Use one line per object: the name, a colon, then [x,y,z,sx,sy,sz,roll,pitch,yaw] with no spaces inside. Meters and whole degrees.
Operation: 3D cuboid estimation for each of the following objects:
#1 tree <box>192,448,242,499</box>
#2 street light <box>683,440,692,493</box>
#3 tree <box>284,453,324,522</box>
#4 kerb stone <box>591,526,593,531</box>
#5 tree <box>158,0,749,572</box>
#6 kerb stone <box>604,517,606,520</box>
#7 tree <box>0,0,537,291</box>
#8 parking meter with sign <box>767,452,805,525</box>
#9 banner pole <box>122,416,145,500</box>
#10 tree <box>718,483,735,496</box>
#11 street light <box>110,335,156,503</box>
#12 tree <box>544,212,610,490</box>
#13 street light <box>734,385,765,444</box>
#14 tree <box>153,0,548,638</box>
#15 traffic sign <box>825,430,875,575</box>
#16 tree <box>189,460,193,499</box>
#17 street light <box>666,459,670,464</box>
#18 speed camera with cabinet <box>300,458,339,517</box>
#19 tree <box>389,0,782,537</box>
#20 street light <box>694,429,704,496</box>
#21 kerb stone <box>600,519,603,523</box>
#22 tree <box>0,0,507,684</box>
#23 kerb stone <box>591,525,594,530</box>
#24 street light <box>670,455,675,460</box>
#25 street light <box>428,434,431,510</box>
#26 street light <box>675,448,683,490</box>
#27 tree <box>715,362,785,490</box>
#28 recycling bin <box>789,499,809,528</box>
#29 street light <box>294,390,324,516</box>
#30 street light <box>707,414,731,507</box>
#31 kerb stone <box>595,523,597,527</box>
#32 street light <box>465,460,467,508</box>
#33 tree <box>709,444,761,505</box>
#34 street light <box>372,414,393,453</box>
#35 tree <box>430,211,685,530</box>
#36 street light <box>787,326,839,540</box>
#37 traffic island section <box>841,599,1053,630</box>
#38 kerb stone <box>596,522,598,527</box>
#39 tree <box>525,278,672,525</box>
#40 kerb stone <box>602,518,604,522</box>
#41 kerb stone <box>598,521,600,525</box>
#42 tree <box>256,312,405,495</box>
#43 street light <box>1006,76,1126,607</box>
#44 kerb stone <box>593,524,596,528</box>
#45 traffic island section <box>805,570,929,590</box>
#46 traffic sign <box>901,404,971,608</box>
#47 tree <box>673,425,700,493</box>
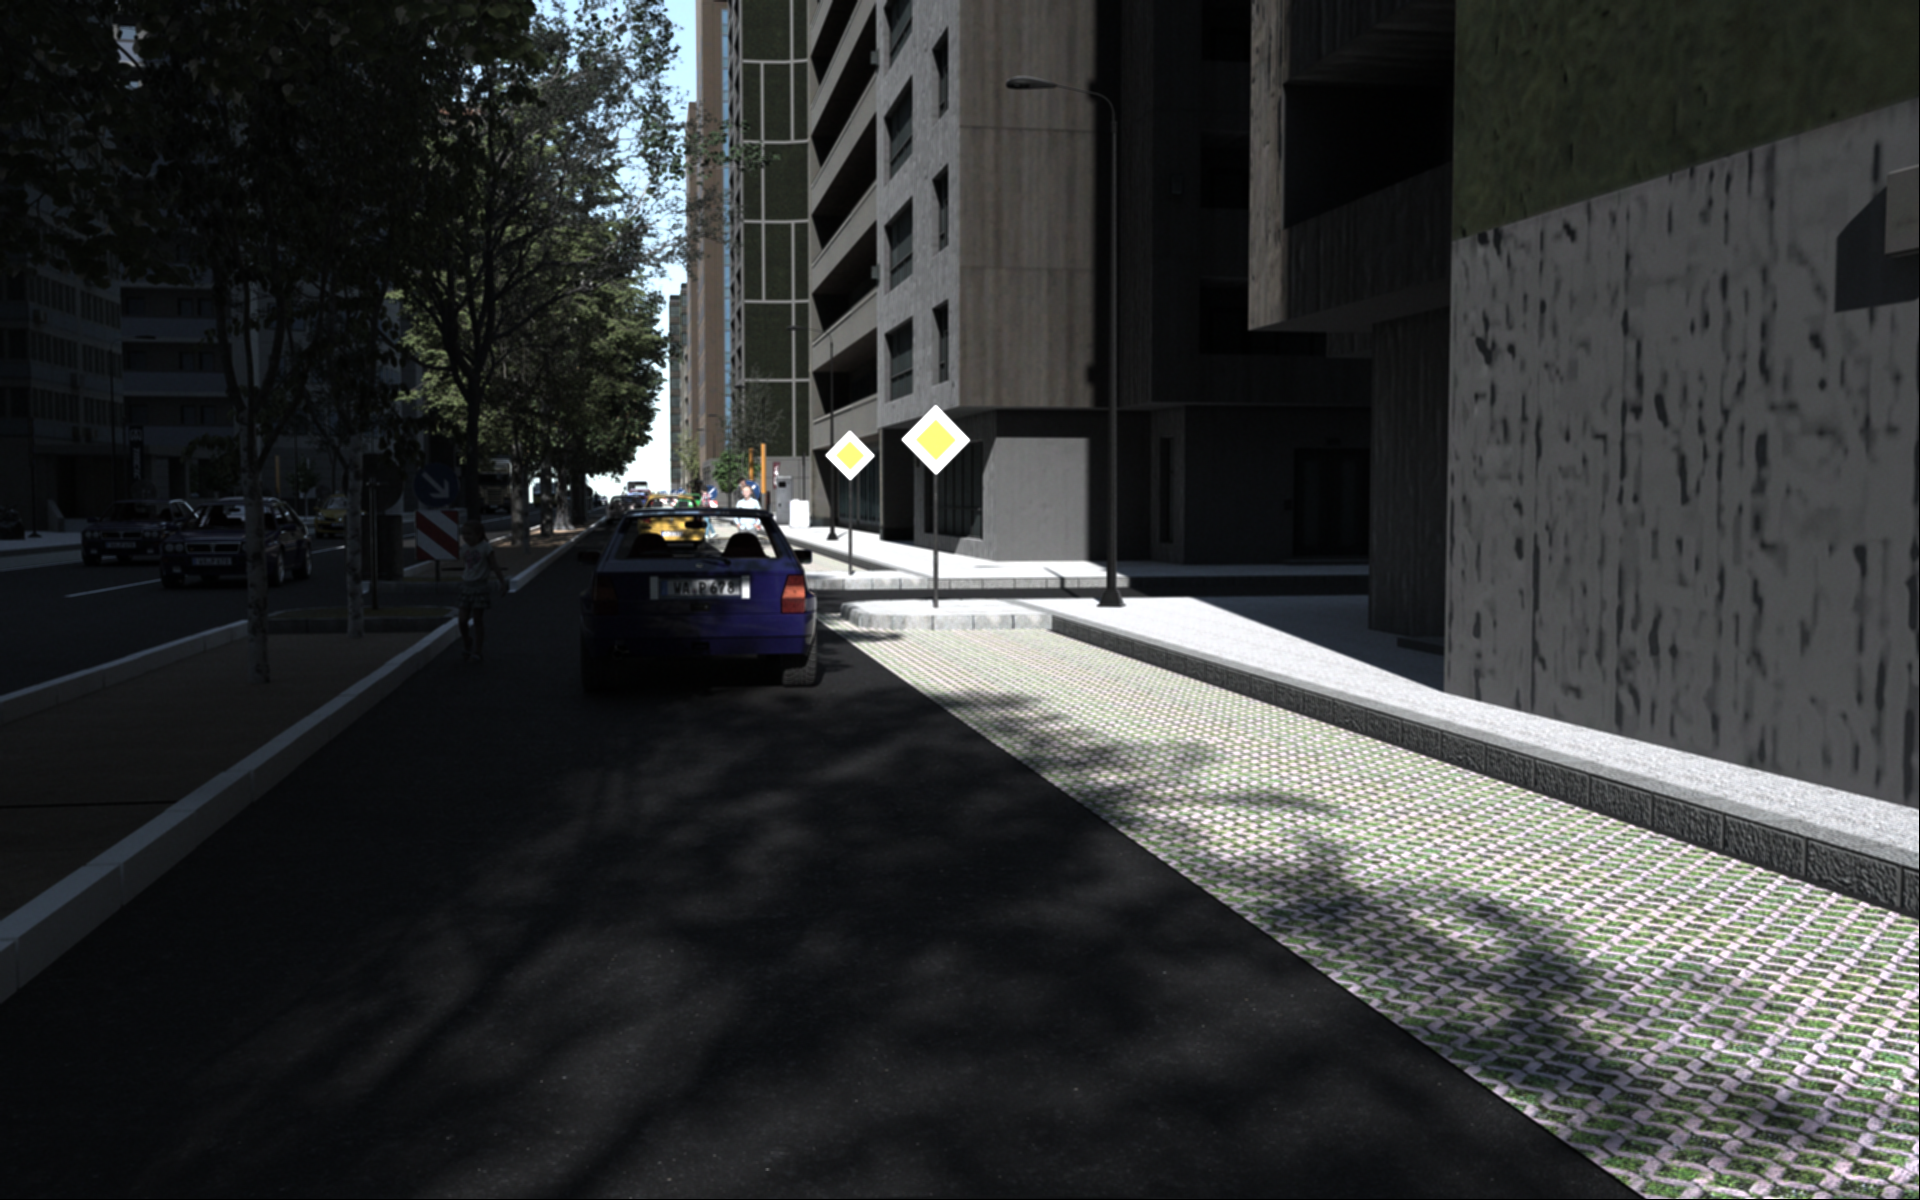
tree: [-28.020,-4.361,65.908,1.663,3.219,1.824,0,3,0]
street light: [-22.967,-10.836,149.708,1.470,5.913,1.316,-1,4,-10]
tree: [-30.822,-5.289,81.070,1.663,3.219,1.824,0,3,0]
kerb stone: [-13.832,-2.587,64.496,0.120,0.150,1.000,-1,4,-10]
tree: [-9.134,-7.297,32.129,12.009,13.543,11.850,0,3,0]
kerb stone: [-18.141,-4.004,87.663,0.120,0.150,1.000,-1,4,-10]
tree: [-4.166,-5.225,6.010,7.486,12.596,7.792,0,3,0]
parking meter with sign: [-7.285,-4.614,71.694,1.738,3.016,0.543,0,4,-3]
banner pole: [-26.536,-4.007,55.531,0.863,3.779,0.401,0,4,2]
tree: [-15.232,-7.242,113.014,1.663,3.219,1.824,0,3,0]
street light: [-24.153,-4.773,50.581,1.470,5.913,1.316,-1,4,-10]
tree: [-10.188,-5.362,40.493,4.360,8.622,3.978,0,3,0]
street light: [-8.959,-6.224,74.304,1.470,5.913,1.316,-1,4,-10]
tree: [-6.071,-3.934,17.135,4.737,8.622,4.395,0,3,0]
traffic sign: [-1.735,-1.448,27.322,0.795,2.450,0.064,-1,4,-10]
tree: [-37.775,-5.552,85.383,1.663,3.219,1.824,0,3,0]
street light: [-38.278,-15.870,232.016,1.470,5.913,1.316,-1,4,-10]
speed camera with cabinet: [-35.657,-6.242,96.400,2.038,3.252,0.660,-3,5,-45]
tree: [-12.526,-12.148,56.961,12.611,20.169,13.585,0,3,0]
street light: [-18.057,-9.230,123.452,1.470,5.913,1.316,-1,4,-10]
kerb stone: [-16.827,-3.573,80.607,0.120,0.150,1.000,-1,4,-10]
tree: [-5.227,-3.655,12.572,4.360,8.622,3.978,0,3,0]
kerb stone: [-14.023,-2.647,65.500,0.120,0.150,1.000,-1,4,-10]
street light: [-33.227,-14.204,204.780,1.470,5.913,1.316,-1,4,-10]
street light: [-38.362,-9.441,126.907,1.470,5.913,1.316,-1,4,-10]
street light: [-27.954,-12.473,176.469,1.470,5.913,1.316,-1,4,-10]
tree: [-11.961,-8.988,97.309,4.360,8.622,3.978,0,3,0]
recycling bin: [-6.130,-3.262,65.894,0.722,1.027,0.722,-1,4,-11]
street light: [-29.199,-6.428,77.634,1.470,5.913,1.316,-1,4,-10]
street light: [-13.991,-7.863,101.099,1.470,5.913,1.316,-1,4,-10]
kerb stone: [-14.959,-2.957,70.538,0.120,0.150,1.000,-1,4,-10]
street light: [-43.417,-11.104,154.097,1.470,5.913,1.316,-1,4,-10]
tree: [-13.920,-7.622,108.339,4.285,4.588,4.351,0,3,0]
street light: [-33.302,-7.790,99.907,1.470,5.913,1.316,-1,4,-10]
tree: [-15.676,-9.086,68.021,9.611,12.733,9.660,0,3,0]
street light: [-4.091,-4.618,48.040,1.470,5.913,1.316,-1,4,-10]
traffic island section: [-0.254,0.167,19.553,2.009,0.180,2.903,-1,4,-10]
kerb stone: [-15.331,-3.080,72.559,0.120,0.150,1.000,-1,4,-10]
tree: [-17.427,-10.350,78.327,9.857,13.997,8.962,0,3,0]
kerb stone: [-17.393,-3.757,83.629,0.120,0.150,1.000,-1,4,-10]
kerb stone: [-15.908,-3.263,75.579,0.120,0.150,1.000,-1,4,-10]
tree: [-31.858,-9.348,87.252,8.767,10.594,7.601,0,4,5]
street light: [1.199,-2.875,19.541,1.470,5.913,1.316,-1,4,-10]
kerb stone: [-14.590,-2.833,68.517,0.120,0.150,1.000,-1,4,-10]
traffic island section: [-1.713,-0.313,27.404,2.009,0.180,2.903,-1,4,-10]
traffic sign: [-0.276,-0.968,19.471,0.795,2.450,0.064,-1,4,-10]
tree: [-28.357,-14.273,183.723,4.737,8.622,4.395,0,3,0]
